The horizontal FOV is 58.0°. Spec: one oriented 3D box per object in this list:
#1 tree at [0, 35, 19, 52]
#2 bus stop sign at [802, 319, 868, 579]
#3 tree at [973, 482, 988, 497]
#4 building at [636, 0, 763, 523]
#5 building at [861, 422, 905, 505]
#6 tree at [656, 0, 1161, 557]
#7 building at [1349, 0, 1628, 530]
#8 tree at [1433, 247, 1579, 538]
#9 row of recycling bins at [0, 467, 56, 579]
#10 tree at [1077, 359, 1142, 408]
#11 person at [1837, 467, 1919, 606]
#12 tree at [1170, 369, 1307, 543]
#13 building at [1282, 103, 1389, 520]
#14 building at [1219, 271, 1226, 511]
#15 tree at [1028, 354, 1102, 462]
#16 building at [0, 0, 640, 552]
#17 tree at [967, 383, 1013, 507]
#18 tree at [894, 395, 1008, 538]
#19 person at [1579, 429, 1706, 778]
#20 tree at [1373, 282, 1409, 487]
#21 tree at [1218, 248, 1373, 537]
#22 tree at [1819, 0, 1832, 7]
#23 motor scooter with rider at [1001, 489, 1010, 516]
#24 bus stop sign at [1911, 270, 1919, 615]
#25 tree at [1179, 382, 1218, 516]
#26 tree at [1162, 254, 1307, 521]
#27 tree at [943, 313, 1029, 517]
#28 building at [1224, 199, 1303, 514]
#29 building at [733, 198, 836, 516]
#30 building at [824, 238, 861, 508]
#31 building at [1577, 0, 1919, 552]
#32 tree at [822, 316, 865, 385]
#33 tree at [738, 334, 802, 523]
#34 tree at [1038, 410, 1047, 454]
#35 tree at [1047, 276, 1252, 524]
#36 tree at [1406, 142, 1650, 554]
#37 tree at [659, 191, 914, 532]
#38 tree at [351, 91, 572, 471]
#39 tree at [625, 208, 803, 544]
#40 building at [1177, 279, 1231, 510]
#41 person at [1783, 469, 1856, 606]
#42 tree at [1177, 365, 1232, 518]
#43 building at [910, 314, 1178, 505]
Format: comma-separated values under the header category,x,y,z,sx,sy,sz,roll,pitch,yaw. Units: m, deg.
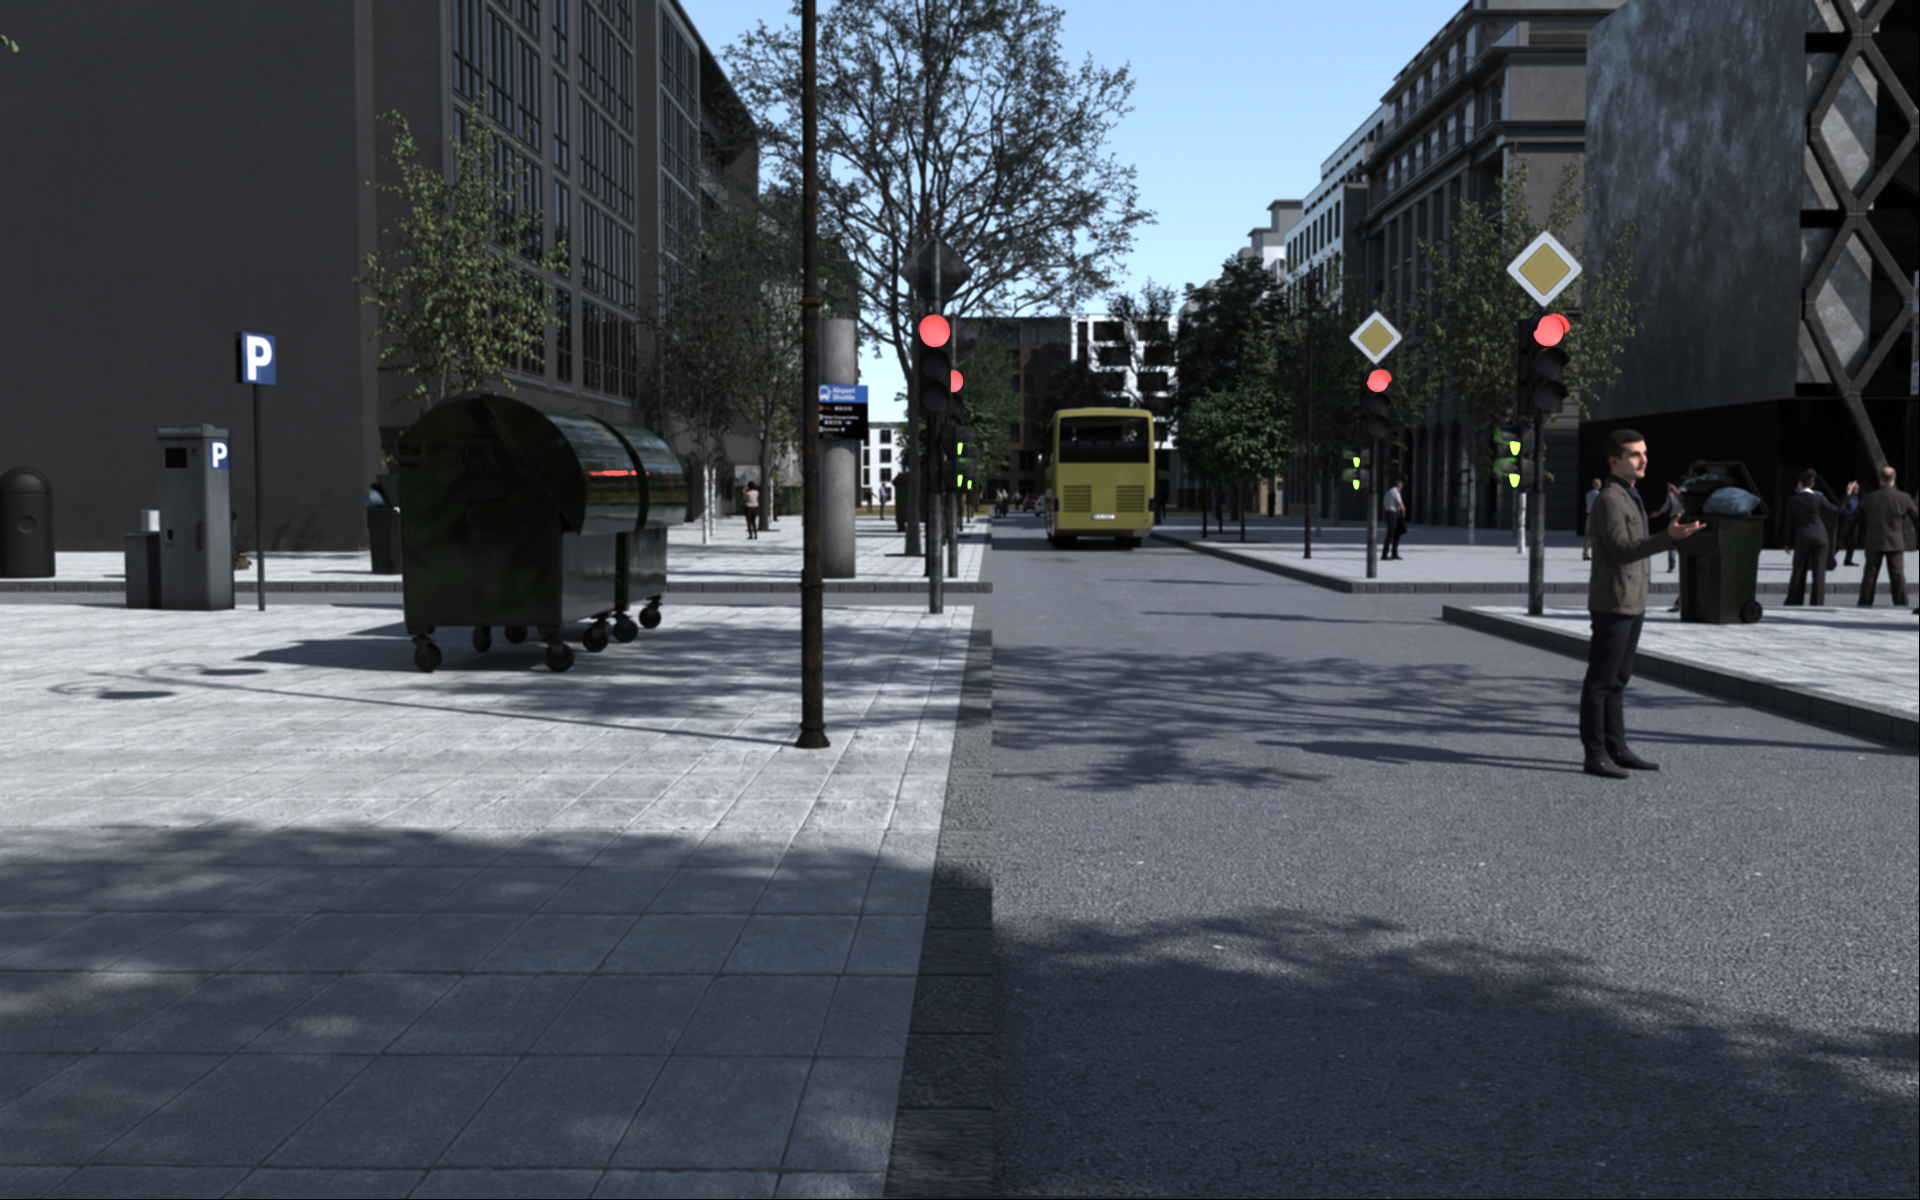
category,x,y,z,sx,sy,sz,roll,pitch,yaw
tree,-8.665,-3.773,12.058,4.737,8.622,4.395,0,3,0
bus stop sign,-1.906,-2.284,26.356,0.837,3.901,0.837,-1,4,-18
tree,1.740,-9.906,156.564,1.663,3.219,1.824,0,3,0
building,-17.737,-15.771,76.918,14.314,24.678,30.058,0,4,1
building,-19.810,-15.896,202.044,28.070,9.664,9.099,0,4,1
tree,-0.899,-7.629,35.097,12.009,13.543,11.850,0,3,0
building,25.266,-14.089,72.148,13.314,21.916,24.055,0,4,1
tree,16.077,-6.111,50.277,4.360,8.622,3.978,0,3,0
row of recycling bins,-15.703,-1.190,26.565,3.534,1.692,1.069,0,3,0
tree,8.215,-8.859,95.212,4.360,8.622,3.978,0,3,0
person,11.225,-0.735,21.063,0.990,1.755,0.434,2,4,30
tree,7.558,-3.794,45.746,4.285,4.588,4.351,0,3,0
building,23.993,-14.563,92.854,10.420,20.320,16.860,0,4,1
building,27.499,-16.637,128.440,16.016,20.091,11.380,0,4,1
tree,10.116,-15.306,157.678,7.806,13.903,7.818,0,3,0
building,-18.355,-15.642,49.250,14.314,27.812,24.014,0,4,1
tree,1.418,-15.428,170.372,7.486,12.596,7.792,0,3,0
tree,-0.305,-4.131,51.251,4.285,4.588,4.351,0,3,0
person,3.498,0.015,8.782,0.617,1.759,0.750,-3,5,-43
tree,12.965,-5.654,42.800,4.737,8.622,4.395,0,3,0
tree,10.429,-6.174,51.314,4.737,8.622,4.395,0,3,0
tree,6.787,-5.035,8.071,9.928,11.665,9.643,0,3,0
motor scooter with rider,2.902,-6.328,112.427,0.876,1.779,1.986,0,4,-1
bus stop sign,10.407,-1.827,18.580,0.416,3.939,0.855,0,4,3
tree,14.400,-9.109,99.289,4.737,8.622,4.395,0,3,0
tree,13.363,-10.024,82.019,7.486,12.596,7.792,0,3,0
tree,0.061,-10.564,98.473,9.928,11.665,9.643,0,3,0
building,26.857,-15.926,116.808,16.016,20.091,11.380,0,4,1
building,-18.204,-15.398,118.218,16.747,18.905,31.486,0,4,1
building,-25.765,-18.884,152.726,32.646,21.610,27.936,0,4,1
building,27.215,-10.820,44.358,16.811,18.784,16.820,0,4,1
tree,-5.965,-7.228,68.543,4.360,8.622,3.978,0,3,0
tree,-8.016,-7.655,75.516,4.737,8.622,4.395,0,3,0
tree,9.323,-12.045,131.341,7.601,10.594,8.767,0,4,6
tree,8.450,-8.495,73.311,8.767,10.594,7.601,0,4,7
tree,12.369,-5.307,37.138,4.737,8.622,4.395,0,3,0
tree,-6.635,-8.164,59.233,9.928,11.665,9.643,0,3,0
tree,-9.437,-5.020,32.434,4.737,8.622,4.395,0,3,0
tree,-6.261,-5.733,44.103,4.360,8.622,3.978,0,3,0
building,29.021,-17.392,150.817,16.747,18.905,31.486,0,4,1
person,10.141,-0.684,20.487,0.742,1.727,0.445,0,4,-2
tree,13.692,-8.748,93.390,4.360,8.622,3.978,0,3,0
building,10.711,-22.403,210.264,32.646,21.610,27.936,0,4,1
